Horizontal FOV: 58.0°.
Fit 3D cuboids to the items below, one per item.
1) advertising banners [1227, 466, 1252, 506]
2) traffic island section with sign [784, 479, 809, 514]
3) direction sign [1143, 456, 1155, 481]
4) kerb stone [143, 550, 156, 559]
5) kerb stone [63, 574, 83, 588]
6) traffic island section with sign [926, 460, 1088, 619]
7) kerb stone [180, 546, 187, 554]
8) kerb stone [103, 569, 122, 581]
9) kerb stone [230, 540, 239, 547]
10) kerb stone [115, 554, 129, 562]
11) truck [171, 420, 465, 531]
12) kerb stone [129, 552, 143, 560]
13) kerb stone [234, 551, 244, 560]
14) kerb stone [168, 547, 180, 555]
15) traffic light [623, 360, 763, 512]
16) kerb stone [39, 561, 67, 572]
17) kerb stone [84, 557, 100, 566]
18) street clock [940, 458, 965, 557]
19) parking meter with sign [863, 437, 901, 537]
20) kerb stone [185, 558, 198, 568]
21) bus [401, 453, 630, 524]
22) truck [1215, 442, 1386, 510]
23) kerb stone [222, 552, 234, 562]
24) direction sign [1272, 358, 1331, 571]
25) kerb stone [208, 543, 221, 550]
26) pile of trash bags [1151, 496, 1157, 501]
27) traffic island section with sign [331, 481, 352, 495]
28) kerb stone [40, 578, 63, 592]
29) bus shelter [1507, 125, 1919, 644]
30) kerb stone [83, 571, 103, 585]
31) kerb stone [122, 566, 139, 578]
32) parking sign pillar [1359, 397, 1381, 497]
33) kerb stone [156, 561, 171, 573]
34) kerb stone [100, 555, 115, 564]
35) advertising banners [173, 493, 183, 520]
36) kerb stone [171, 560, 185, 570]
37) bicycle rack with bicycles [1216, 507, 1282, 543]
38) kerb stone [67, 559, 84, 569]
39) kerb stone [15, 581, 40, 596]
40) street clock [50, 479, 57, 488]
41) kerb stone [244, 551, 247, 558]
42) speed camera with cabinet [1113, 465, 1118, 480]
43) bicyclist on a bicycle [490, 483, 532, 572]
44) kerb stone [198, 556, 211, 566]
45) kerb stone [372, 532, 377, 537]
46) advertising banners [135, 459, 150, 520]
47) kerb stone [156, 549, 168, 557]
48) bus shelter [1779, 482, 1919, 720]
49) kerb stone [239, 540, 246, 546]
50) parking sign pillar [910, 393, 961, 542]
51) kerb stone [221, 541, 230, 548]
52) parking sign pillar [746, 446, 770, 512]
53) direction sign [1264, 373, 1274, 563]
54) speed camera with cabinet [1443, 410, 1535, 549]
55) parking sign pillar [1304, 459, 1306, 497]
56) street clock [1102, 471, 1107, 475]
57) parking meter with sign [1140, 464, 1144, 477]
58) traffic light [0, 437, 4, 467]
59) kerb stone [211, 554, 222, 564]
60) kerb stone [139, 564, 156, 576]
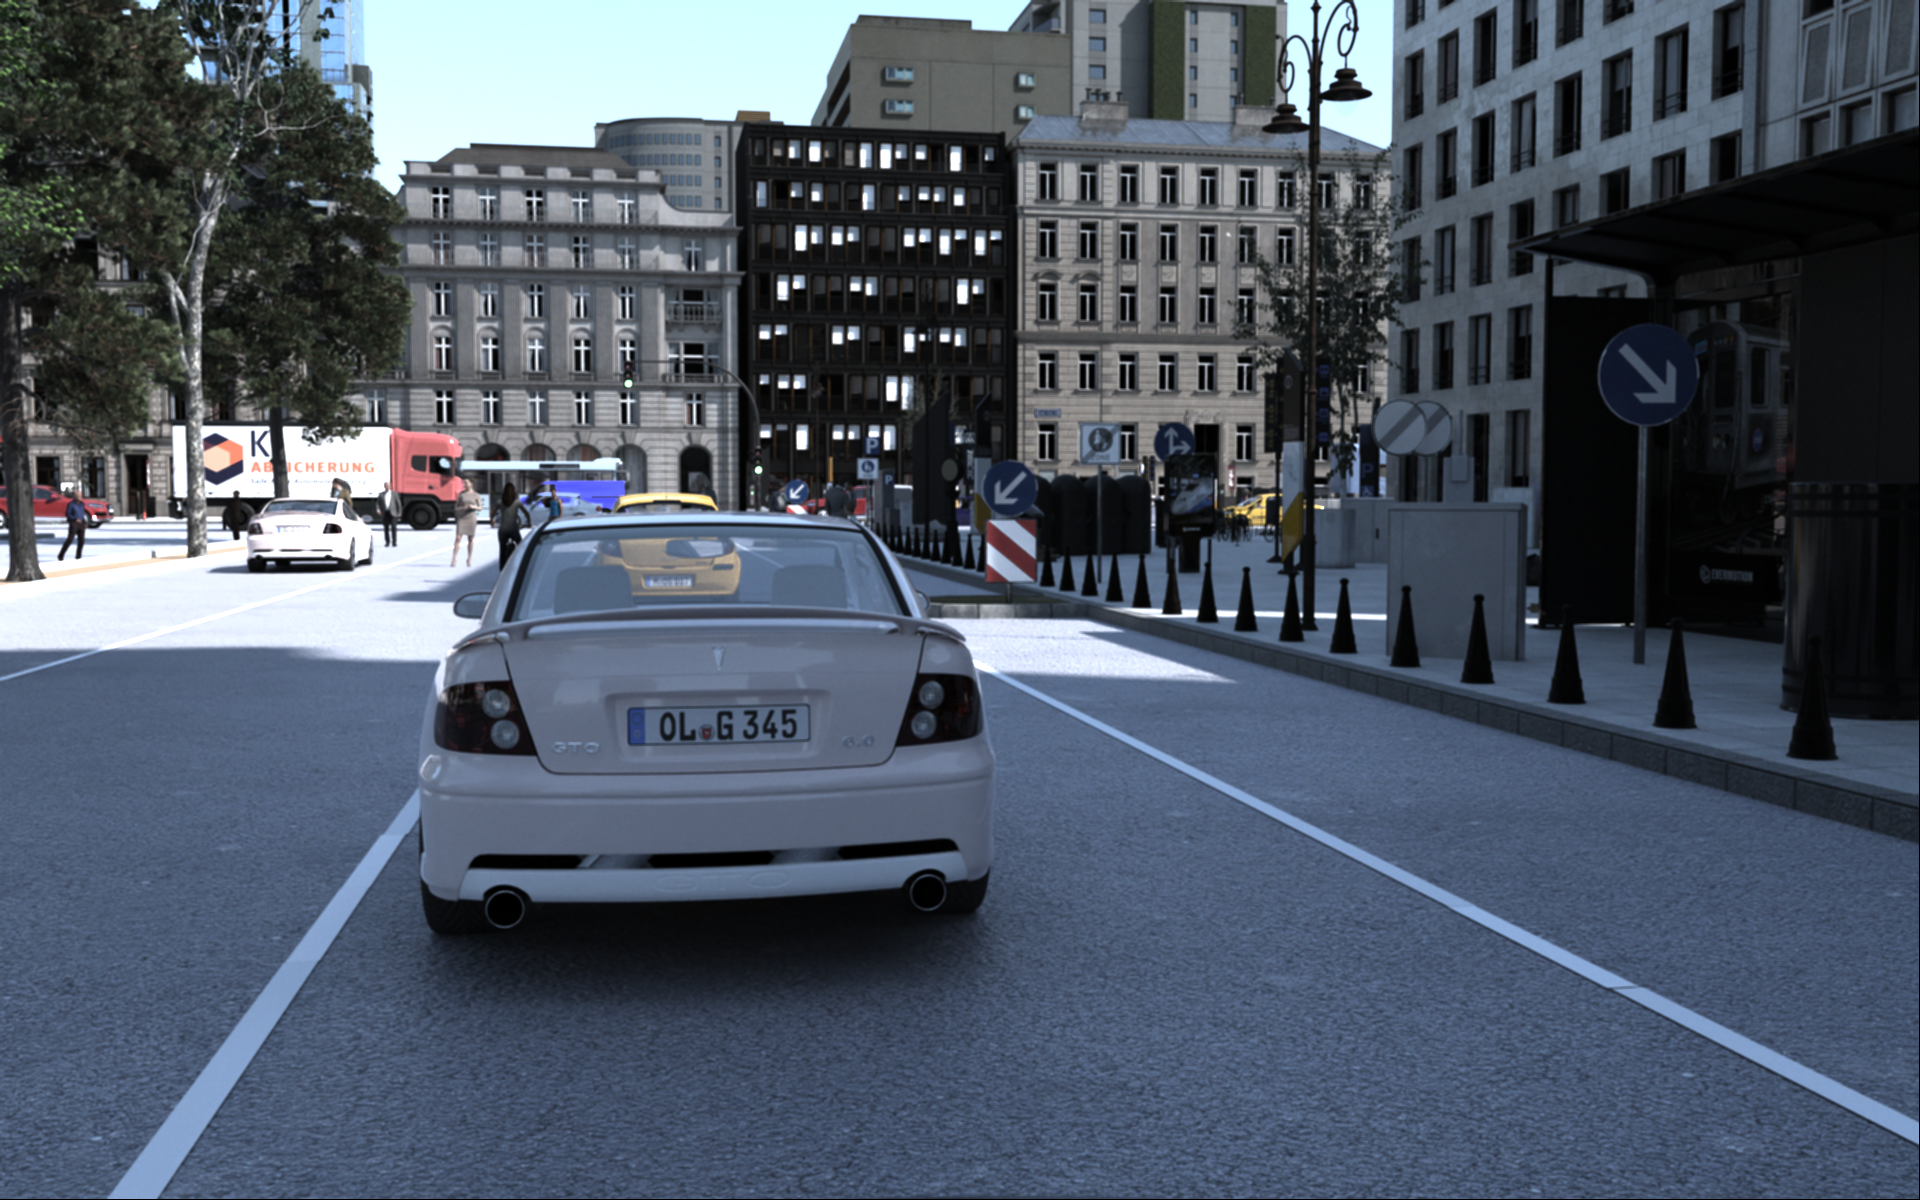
[{"bbox_3d":[17.479,-6.791,107.224,2.074,3.025,0.090,-1,4,-16],"label":"advertising banners"},{"bbox_3d":[-4.631,-2.369,47.358,1.989,1.847,2.006,-1,4,-11],"label":"traffic island section with sign"},{"bbox_3d":[11.208,-6.786,102.947,0.876,3.537,0.379,3,5,43],"label":"direction sign"},{"bbox_3d":[-18.123,-0.996,38.475,0.120,0.150,1.000,-1,4,-11],"label":"kerb stone"},{"bbox_3d":[-13.800,-0.271,26.741,0.120,0.150,1.000,-1,4,-11],"label":"kerb stone"},{"bbox_3d":[0.338,-0.748,20.863,1.989,1.847,2.006,-1,4,-11],"label":"traffic island section with sign"},{"bbox_3d":[-18.696,-1.181,41.515,0.120,0.150,1.000,-1,4,-11],"label":"kerb stone"},{"bbox_3d":[-14.169,-0.402,28.761,0.120,0.150,1.000,-1,4,-11],"label":"kerb stone"},{"bbox_3d":[-19.647,-1.492,46.583,0.120,0.150,1.000,-1,4,-11],"label":"kerb stone"},{"bbox_3d":[-17.750,-0.872,36.451,0.120,0.150,1.000,-1,4,-11],"label":"kerb stone"},{"bbox_3d":[-24.616,-4.836,67.980,11.283,4.237,2.839,-1,4,-12],"label":"truck"},{"bbox_3d":[-17.934,-0.923,37.468,0.120,0.150,1.000,-1,4,-11],"label":"kerb stone"},{"bbox_3d":[-15.874,-0.958,37.861,0.120,0.150,1.000,-1,4,-11],"label":"kerb stone"},{"bbox_3d":[-18.508,-1.120,40.506,0.120,0.150,1.000,-1,4,-11],"label":"kerb stone"},{"bbox_3d":[-9.039,-5.167,59.148,4.771,5.953,1.251,-1,4,-11],"label":"traffic light"},{"bbox_3d":[-16.994,-0.625,32.407,0.120,0.150,1.000,-1,4,-11],"label":"kerb stone"},{"bbox_3d":[-17.369,-0.740,34.428,0.120,0.150,1.000,-1,4,-11],"label":"kerb stone"},{"bbox_3d":[-0.155,-1.876,35.239,0.471,2.002,0.358,3,4,38],"label":"street clock"},{"bbox_3d":[-2.296,-3.404,51.911,0.543,3.016,1.738,-2,4,-28],"label":"parking meter with sign"},{"bbox_3d":[-15.113,-0.711,33.817,0.120,0.150,1.000,-1,4,-11],"label":"kerb stone"},{"bbox_3d":[-21.729,-5.359,82.479,13.247,3.499,2.948,-1,4,-10],"label":"bus"},{"bbox_3d":[14.099,-6.073,89.055,18.799,4.110,2.967,-1,4,-11],"label":"truck"},{"bbox_3d":[-15.688,-0.896,36.845,0.120,0.150,1.000,-1,4,-11],"label":"kerb stone"},{"bbox_3d":[5.739,-2.263,28.999,0.876,3.537,0.379,1,4,13],"label":"direction sign"},{"bbox_3d":[-19.262,-1.368,44.558,0.120,0.150,1.000,-1,4,-11],"label":"kerb stone"},{"bbox_3d":[16.272,-8.423,147.470,3.447,1.369,1.912,3,5,44],"label":"pile of trash bags"},{"bbox_3d":[-20.630,-3.018,57.482,2.006,1.907,1.989,-1,4,-11],"label":"traffic island section with sign"},{"bbox_3d":[-13.603,-0.216,25.734,0.120,0.150,1.000,-1,4,-11],"label":"kerb stone"},{"bbox_3d":[6.545,-1.358,13.491,1.731,3.624,6.357,-1,4,-11],"label":"bus shelter"},{"bbox_3d":[-13.986,-0.339,27.752,0.120,0.150,1.000,-1,4,-11],"label":"kerb stone"},{"bbox_3d":[-14.358,-0.463,29.770,0.120,0.150,1.000,-1,4,-11],"label":"kerb stone"},{"bbox_3d":[11.298,-3.626,47.752,1.447,3.967,1.447,1,4,19],"label":"parking sign pillar"},{"bbox_3d":[-14.731,-0.587,31.791,0.120,0.150,1.000,-1,4,-11],"label":"kerb stone"},{"bbox_3d":[-17.563,-0.810,35.442,0.120,0.150,1.000,-1,4,-11],"label":"kerb stone"},{"bbox_3d":[-38.680,-5.555,87.017,2.074,3.025,0.090,1,4,18],"label":"advertising banners"},{"bbox_3d":[-14.930,-0.649,32.804,0.120,0.150,1.000,-1,4,-11],"label":"kerb stone"},{"bbox_3d":[7.993,-2.048,46.874,2.852,0.926,2.925,2,4,33],"label":"bicycle rack with bicycles"},{"bbox_3d":[-17.179,-0.682,33.416,0.120,0.150,1.000,-1,4,-11],"label":"kerb stone"},{"bbox_3d":[-13.410,-0.154,24.727,0.120,0.150,1.000,-1,4,-11],"label":"kerb stone"},{"bbox_3d":[-42.971,-4.746,82.168,0.358,2.002,0.471,-1,4,-20],"label":"street clock"},{"bbox_3d":[-16.069,-1.019,38.868,0.120,0.150,1.000,-1,4,-11],"label":"kerb stone"},{"bbox_3d":[8.084,-6.311,97.524,2.038,3.252,0.660,1,4,12],"label":"speed camera with cabinet"},{"bbox_3d":[-7.252,-1.094,27.913,1.499,1.676,1.625,-1,4,-9],"label":"bicyclist on a bicycle"},{"bbox_3d":[-15.308,-0.773,34.828,0.120,0.150,1.000,-1,4,-11],"label":"kerb stone"},{"bbox_3d":[-19.671,-2.190,58.050,0.120,0.150,1.000,-1,4,-11],"label":"kerb stone"},{"bbox_3d":[-40.416,-5.475,85.706,0.090,3.025,2.074,0,4,-6],"label":"advertising banners"},{"bbox_3d":[-18.315,-1.058,39.494,0.120,0.150,1.000,-1,4,-11],"label":"kerb stone"},{"bbox_3d":[5.808,-1.745,6.159,2.179,5.291,8.768,-1,4,-11],"label":"bus shelter"},{"bbox_3d":[-19.840,-1.553,47.603,0.120,0.150,1.000,-1,4,-11],"label":"kerb stone"},{"bbox_3d":[-0.699,-3.560,46.679,1.447,3.967,1.447,-3,5,-44],"label":"parking sign pillar"},{"bbox_3d":[-19.466,-1.430,45.573,0.120,0.150,1.000,-1,4,-11],"label":"kerb stone"},{"bbox_3d":[-11.307,-6.635,96.947,1.447,3.967,1.447,-1,4,-11],"label":"parking sign pillar"},{"bbox_3d":[5.940,-2.469,32.372,0.379,3.537,0.876,-2,4,-23],"label":"direction sign"},{"bbox_3d":[12.461,-2.843,40.822,2.038,3.252,0.660,1,4,11],"label":"speed camera with cabinet"},{"bbox_3d":[18.713,-6.516,95.016,1.447,3.967,1.447,0,4,4],"label":"parking sign pillar"},{"bbox_3d":[4.461,-3.009,53.774,0.358,2.002,0.471,0,4,5],"label":"street clock"},{"bbox_3d":[9.743,-6.372,100.446,1.738,3.016,0.543,1,4,23],"label":"parking meter with sign"},{"bbox_3d":[-30.302,-4.060,55.300,0.839,4.253,0.868,-1,4,-11],"label":"traffic light"},{"bbox_3d":[-15.498,-0.834,35.837,0.120,0.150,1.000,-1,4,-11],"label":"kerb stone"},{"bbox_3d":[-14.543,-0.525,30.779,0.120,0.150,1.000,-1,4,-11],"label":"kerb stone"}]
